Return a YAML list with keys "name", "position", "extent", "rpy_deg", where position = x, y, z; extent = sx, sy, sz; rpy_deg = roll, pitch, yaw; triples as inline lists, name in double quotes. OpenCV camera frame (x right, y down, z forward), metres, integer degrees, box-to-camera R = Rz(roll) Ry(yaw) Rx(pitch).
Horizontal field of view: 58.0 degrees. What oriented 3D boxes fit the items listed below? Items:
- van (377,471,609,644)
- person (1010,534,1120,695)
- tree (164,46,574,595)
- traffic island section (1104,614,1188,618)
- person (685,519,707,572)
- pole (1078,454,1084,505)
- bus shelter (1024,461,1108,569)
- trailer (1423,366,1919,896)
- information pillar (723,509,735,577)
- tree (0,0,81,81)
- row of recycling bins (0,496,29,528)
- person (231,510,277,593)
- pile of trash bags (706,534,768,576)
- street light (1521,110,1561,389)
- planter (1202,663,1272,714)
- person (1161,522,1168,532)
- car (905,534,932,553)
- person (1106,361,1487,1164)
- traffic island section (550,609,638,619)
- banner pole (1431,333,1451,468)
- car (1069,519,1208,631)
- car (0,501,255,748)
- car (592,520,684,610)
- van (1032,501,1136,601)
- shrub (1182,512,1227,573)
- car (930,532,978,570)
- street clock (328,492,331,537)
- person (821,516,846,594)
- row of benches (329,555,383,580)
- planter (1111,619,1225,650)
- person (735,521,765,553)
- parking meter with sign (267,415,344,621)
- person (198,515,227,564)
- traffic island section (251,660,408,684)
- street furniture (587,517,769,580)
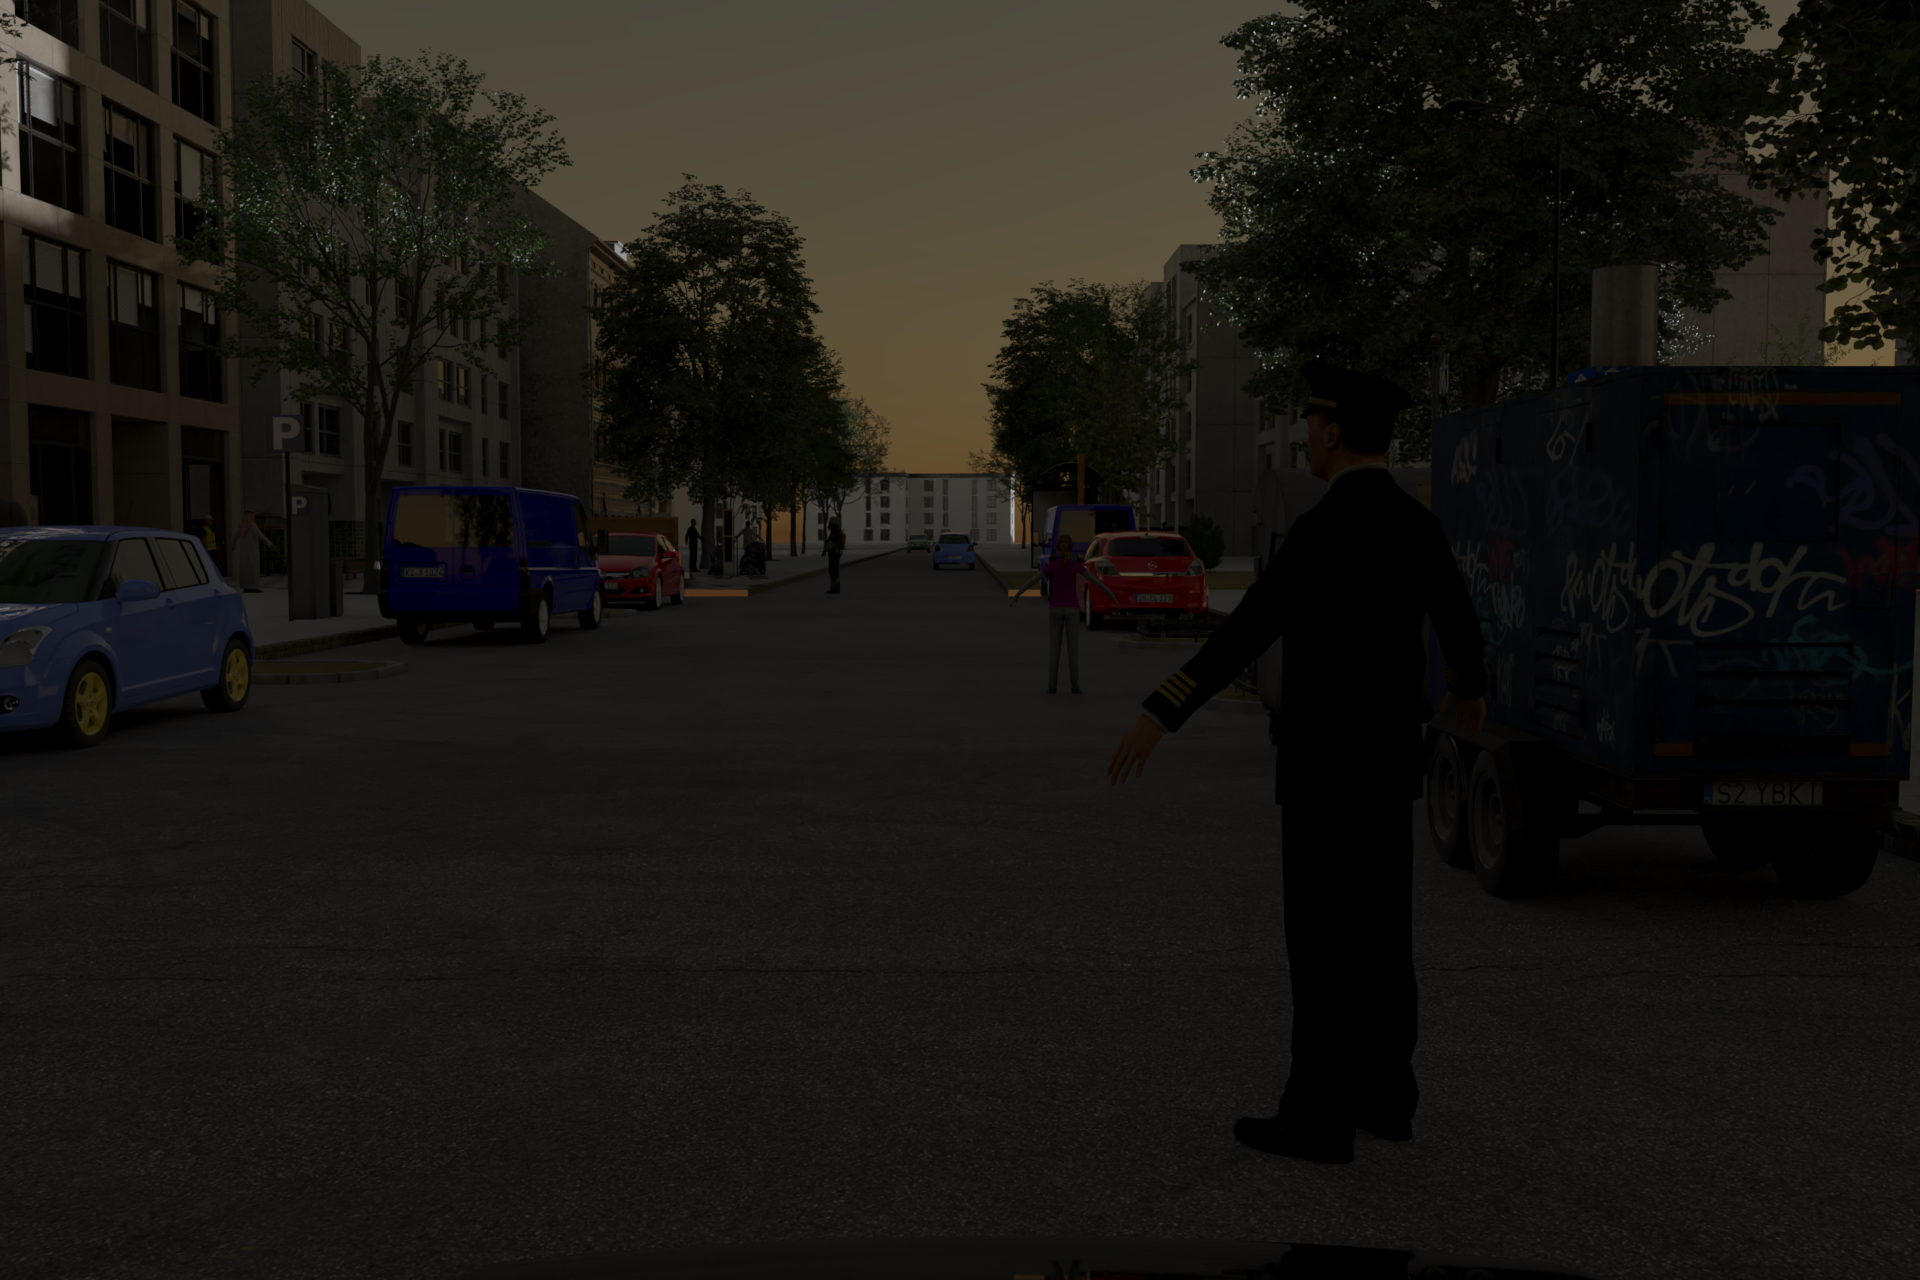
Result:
- name: "van"
  position: [-6.371, -1.218, 24.301]
  extent: [2.240, 2.365, 5.245]
  rpy_deg: [0, 4, 0]
- name: "person"
  position: [0.936, -0.231, 15.503]
  extent: [0.991, 1.433, 0.599]
  rpy_deg: [0, 4, 6]
- name: "tree"
  position: [-12.358, -6.780, 36.605]
  extent: [9.928, 11.665, 9.643]
  rpy_deg: [0, 3, 0]
- name: "traffic island section"
  position: [2.964, -0.473, 30.596]
  extent: [1.991, 0.108, 1.994]
  rpy_deg: [0, 4, 0]
- name: "person"
  position: [-9.014, -3.211, 58.730]
  extent: [0.704, 1.802, 1.346]
  rpy_deg: [1, 4, 20]
- name: "pole"
  position: [3.085, -3.081, 44.220]
  extent: [0.158, 3.312, 0.155]
  rpy_deg: [0, 3, 0]
- name: "bus shelter"
  position: [3.046, -3.496, 51.086]
  extent: [2.014, 3.302, 5.546]
  rpy_deg: [0, 4, -1]
- name: "trailer"
  position: [2.802, -0.050, 7.863]
  extent: [1.471, 1.999, 3.904]
  rpy_deg: [0, 4, 0]
- name: "information pillar"
  position: [-6.843, -2.862, 51.279]
  extent: [0.304, 2.012, 0.304]
  rpy_deg: [0, 3, 0]
- name: "tree"
  position: [-12.206, -6.200, 11.735]
  extent: [12.009, 13.543, 11.850]
  rpy_deg: [0, 3, 0]
- name: "row of recycling bins"
  position: [-9.593, -0.526, 15.721]
  extent: [1.069, 1.692, 3.534]
  rpy_deg: [0, 4, 1]
- name: "person"
  position: [-15.481, -1.938, 37.834]
  extent: [1.347, 1.811, 0.704]
  rpy_deg: [2, 4, 27]
- name: "pile of trash bags"
  position: [-6.998, -2.701, 53.912]
  extent: [1.912, 1.369, 3.447]
  rpy_deg: [0, 4, 0]
- name: "street light"
  position: [6.938, -2.821, 18.660]
  extent: [1.470, 5.913, 1.316]
  rpy_deg: [0, 4, 0]
- name: "planter"
  position: [2.997, 0.397, 14.655]
  extent: [1.991, 0.319, 1.994]
  rpy_deg: [0, 4, -1]
- name: "person"
  position: [8.952, -4.242, 75.537]
  extent: [0.705, 1.806, 1.347]
  rpy_deg: [0, 4, -6]
- name: "car"
  position: [-3.209, -7.556, 135.331]
  extent: [2.131, 1.459, 4.920]
  rpy_deg: [0, 4, 0]
- name: "person"
  position: [0.889, 0.265, 4.065]
  extent: [1.347, 1.837, 0.705]
  rpy_deg: [-3, 5, -41]
- name: "traffic island section"
  position: [-6.730, -0.456, 30.327]
  extent: [1.991, 0.108, 1.994]
  rpy_deg: [0, 4, 1]
- name: "banner pole"
  position: [5.921, -1.921, 21.426]
  extent: [0.401, 3.779, 0.863]
  rpy_deg: [0, 4, 0]
- name: "car"
  position: [2.750, -1.111, 27.202]
  extent: [2.155, 1.783, 4.494]
  rpy_deg: [0, 4, -1]
- name: "car"
  position: [-6.654, -0.190, 12.691]
  extent: [1.945, 1.707, 3.694]
  rpy_deg: [0, 4, 0]
- name: "car"
  position: [-6.554, -1.522, 33.924]
  extent: [2.155, 1.783, 4.494]
  rpy_deg: [0, 3, 0]
- name: "van"
  position: [2.792, -2.083, 38.438]
  extent: [2.240, 2.365, 5.245]
  rpy_deg: [0, 4, 0]
- name: "shrub"
  position: [8.013, -3.284, 57.739]
  extent: [1.661, 2.075, 1.752]
  rpy_deg: [0, 3, 0]
- name: "car"
  position: [-0.239, -3.700, 70.092]
  extent: [1.945, 1.707, 3.694]
  rpy_deg: [0, 4, 0]
- name: "street clock"
  position: [-10.545, -1.467, 28.558]
  extent: [0.358, 2.002, 0.471]
  rpy_deg: [0, 4, 1]
- name: "person"
  position: [-3.058, -2.048, 41.723]
  extent: [0.705, 1.856, 1.354]
  rpy_deg: [1, 4, 10]
- name: "row of benches"
  position: [-17.014, -2.113, 50.007]
  extent: [1.422, 0.672, 4.104]
  rpy_deg: [1, 4, 9]
- name: "planter"
  position: [2.982, -0.074, 22.347]
  extent: [1.991, 0.319, 1.994]
  rpy_deg: [0, 4, 0]
- name: "person"
  position: [-8.475, -3.863, 69.341]
  extent: [1.347, 1.806, 0.705]
  rpy_deg: [1, 4, 12]
- name: "parking meter with sign"
  position: [-9.845, -1.831, 26.204]
  extent: [0.543, 3.016, 1.738]
  rpy_deg: [0, 4, -1]
- name: "person"
  position: [-18.861, -2.275, 43.661]
  extent: [0.721, 1.772, 1.216]
  rpy_deg: [0, 4, 6]
- name: "traffic island section"
  position: [-6.732, 0.327, 17.518]
  extent: [1.991, 0.108, 1.994]
  rpy_deg: [0, 4, 0]
- name: "street furniture"
  position: [-10.717, -2.317, 44.743]
  extent: [11.010, 1.723, 9.812]
  rpy_deg: [-1, 4, -10]
